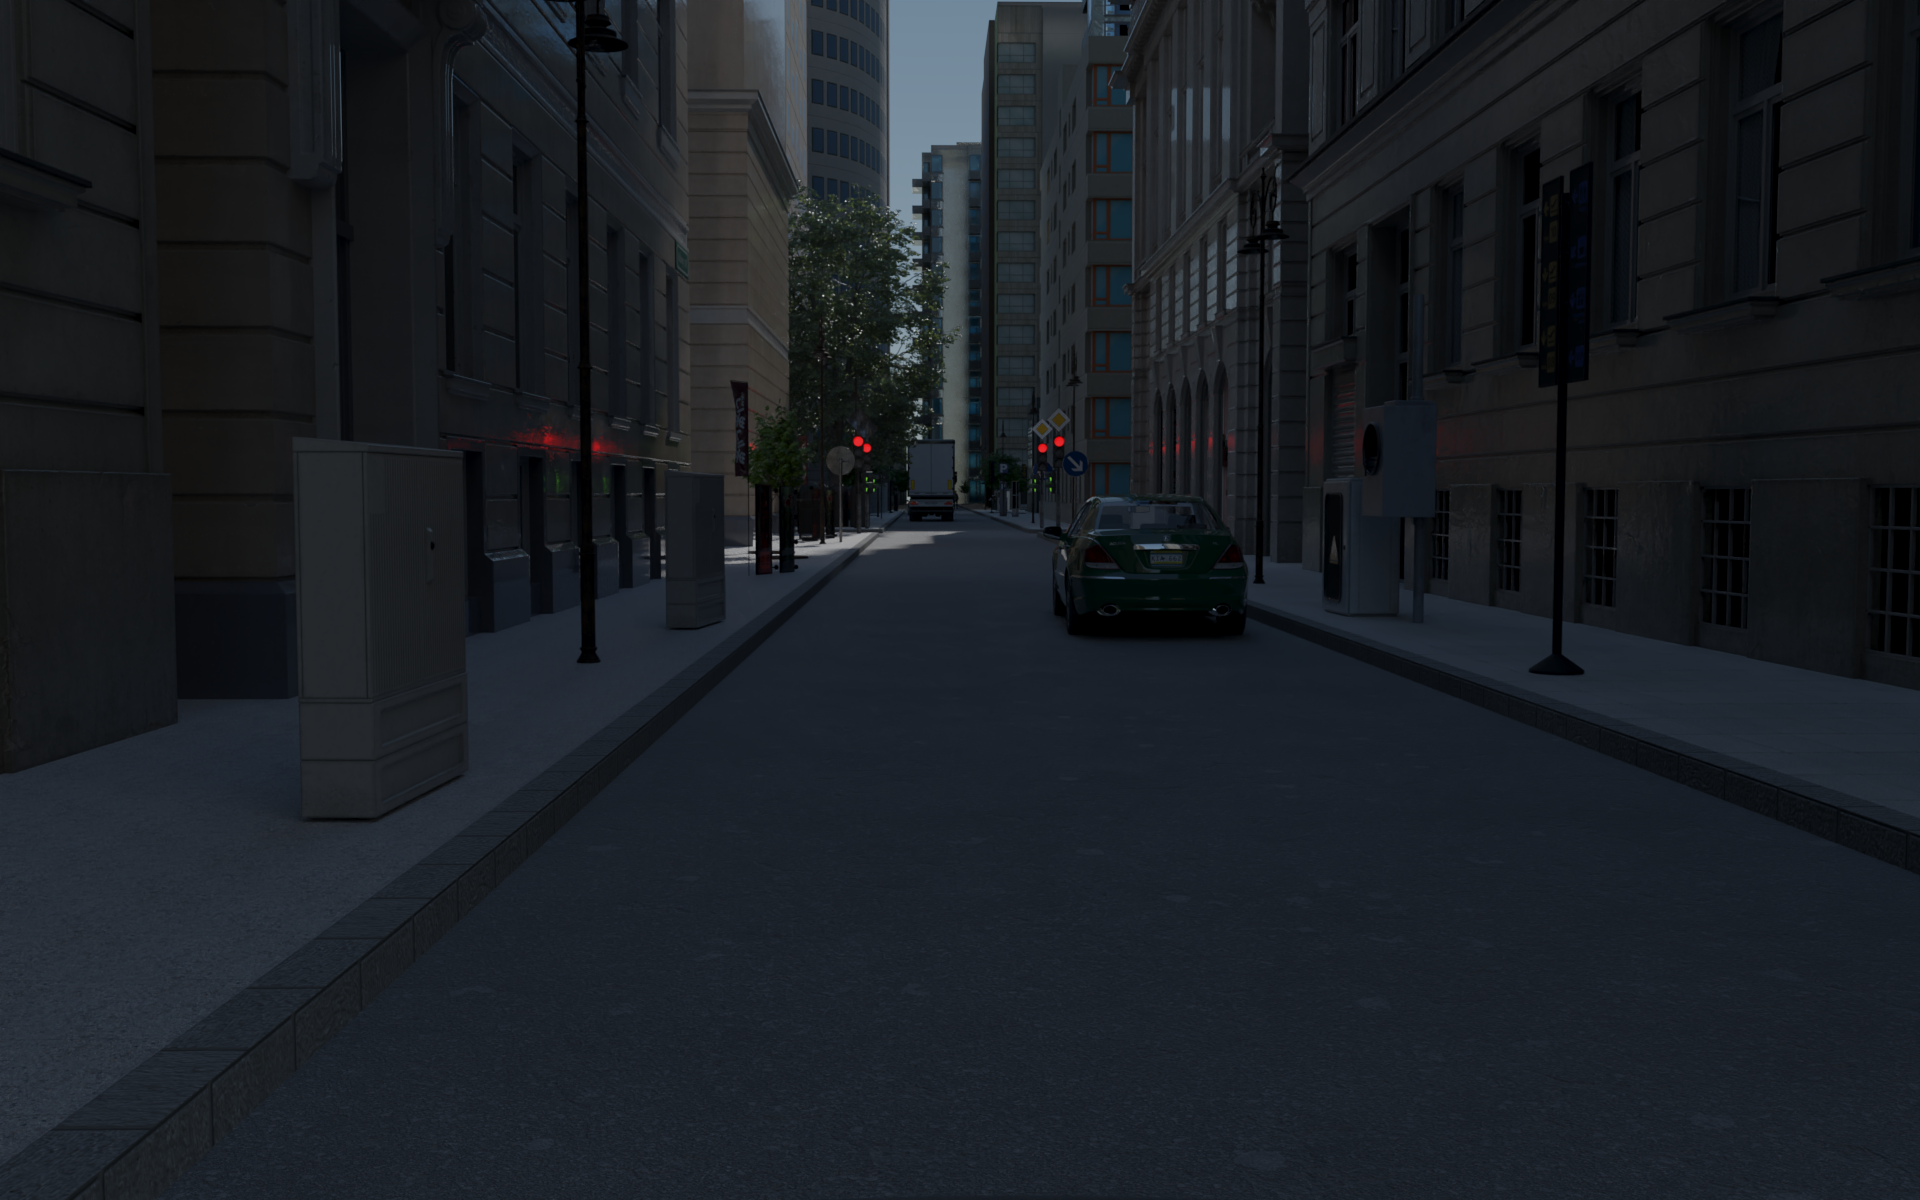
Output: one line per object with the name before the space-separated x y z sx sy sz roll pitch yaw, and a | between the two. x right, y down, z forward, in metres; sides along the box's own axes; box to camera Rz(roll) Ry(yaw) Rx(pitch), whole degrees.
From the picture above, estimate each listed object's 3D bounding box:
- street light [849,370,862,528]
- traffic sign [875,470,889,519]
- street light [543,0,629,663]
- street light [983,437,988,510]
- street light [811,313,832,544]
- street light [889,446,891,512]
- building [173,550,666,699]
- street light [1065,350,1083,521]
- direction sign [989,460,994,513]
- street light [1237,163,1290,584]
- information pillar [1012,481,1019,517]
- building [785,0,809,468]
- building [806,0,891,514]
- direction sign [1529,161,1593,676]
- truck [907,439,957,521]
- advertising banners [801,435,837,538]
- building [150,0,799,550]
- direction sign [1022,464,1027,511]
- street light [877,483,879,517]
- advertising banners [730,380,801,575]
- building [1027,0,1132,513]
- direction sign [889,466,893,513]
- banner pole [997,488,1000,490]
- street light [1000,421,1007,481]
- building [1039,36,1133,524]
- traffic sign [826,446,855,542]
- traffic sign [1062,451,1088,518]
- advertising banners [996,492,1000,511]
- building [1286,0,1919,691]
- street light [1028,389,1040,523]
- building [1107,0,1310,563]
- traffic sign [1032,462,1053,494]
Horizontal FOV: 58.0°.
street light | -3.865 -5.608 64.471 0.468 5.910 1.993 0 4 -1
traffic sign | -4.067 -5.478 89.678 0.768 2.556 0.104 0 4 7
street light | -2.830 -2.461 13.024 0.468 5.910 1.993 0 4 -1
street light | 2.030 -10.165 138.978 0.468 5.910 1.993 0 4 -1
street light | -3.540 -4.383 44.445 0.468 5.910 1.993 0 4 -1
street light | -5.102 -9.418 126.772 0.468 5.910 1.993 0 4 -1
building | -10.612 -14.289 19.535 13.634 28.700 20.117 0 4 -1
street light | 3.676 -5.083 55.892 0.468 5.910 1.993 0 4 -1
direction sign | 2.133 -7.624 116.642 0.379 3.537 0.876 1 4 22
street light | 4.288 -3.173 24.660 0.468 5.910 1.993 0 4 -1
information pillar | 3.123 -5.706 97.777 0.304 2.012 0.304 2 4 28
building | -14.859 -26.559 84.348 14.600 45.320 14.200 0 4 -1
building | -15.601 -35.296 119.090 21.231 58.520 28.212 0 4 -1
direction sign | 4.279 -1.243 12.316 0.379 3.537 0.876 0 4 -2
truck | -1.530 -6.438 94.179 2.839 4.237 11.283 0 4 -1
advertising banners | -4.204 -3.345 50.882 0.090 3.025 2.074 -3 4 -36
building | -14.908 -16.015 47.745 20.117 28.700 13.634 0 4 -1
direction sign | 5.087 -8.490 130.806 0.876 3.537 0.379 0 4 4
street light | -4.542 -7.521 95.752 0.468 5.910 1.993 0 4 -1
advertising banners | -3.112 -1.919 27.564 0.090 3.025 2.074 2 4 23
building | 16.357 -48.647 108.054 22.319 86.520 31.000 0 4 -1
direction sign | -4.640 -7.611 116.444 0.379 3.537 0.876 0 4 -3
banner pole | 3.204 -8.859 134.865 0.863 3.779 0.401 2 4 30
street light | 2.654 -8.214 107.078 0.468 5.910 1.993 0 4 -1
building | 19.012 -14.355 79.743 28.899 21.520 27.650 0 4 -1
traffic sign | -3.174 -2.809 46.038 0.768 2.556 0.104 0 3 0
traffic sign | 3.411 -3.127 51.236 0.768 2.556 0.104 0 4 5
advertising banners | 2.956 -8.234 130.820 0.090 3.025 2.074 1 4 14
building | 13.386 -11.103 14.820 16.112 22.955 30.059 0 4 -1
street light | 3.219 -6.316 76.059 0.468 5.910 1.993 0 4 -1
building | 11.527 -12.316 43.173 13.314 21.916 24.055 0 4 -1
traffic sign | 3.135 -4.014 65.727 0.768 2.556 0.104 0 4 7
